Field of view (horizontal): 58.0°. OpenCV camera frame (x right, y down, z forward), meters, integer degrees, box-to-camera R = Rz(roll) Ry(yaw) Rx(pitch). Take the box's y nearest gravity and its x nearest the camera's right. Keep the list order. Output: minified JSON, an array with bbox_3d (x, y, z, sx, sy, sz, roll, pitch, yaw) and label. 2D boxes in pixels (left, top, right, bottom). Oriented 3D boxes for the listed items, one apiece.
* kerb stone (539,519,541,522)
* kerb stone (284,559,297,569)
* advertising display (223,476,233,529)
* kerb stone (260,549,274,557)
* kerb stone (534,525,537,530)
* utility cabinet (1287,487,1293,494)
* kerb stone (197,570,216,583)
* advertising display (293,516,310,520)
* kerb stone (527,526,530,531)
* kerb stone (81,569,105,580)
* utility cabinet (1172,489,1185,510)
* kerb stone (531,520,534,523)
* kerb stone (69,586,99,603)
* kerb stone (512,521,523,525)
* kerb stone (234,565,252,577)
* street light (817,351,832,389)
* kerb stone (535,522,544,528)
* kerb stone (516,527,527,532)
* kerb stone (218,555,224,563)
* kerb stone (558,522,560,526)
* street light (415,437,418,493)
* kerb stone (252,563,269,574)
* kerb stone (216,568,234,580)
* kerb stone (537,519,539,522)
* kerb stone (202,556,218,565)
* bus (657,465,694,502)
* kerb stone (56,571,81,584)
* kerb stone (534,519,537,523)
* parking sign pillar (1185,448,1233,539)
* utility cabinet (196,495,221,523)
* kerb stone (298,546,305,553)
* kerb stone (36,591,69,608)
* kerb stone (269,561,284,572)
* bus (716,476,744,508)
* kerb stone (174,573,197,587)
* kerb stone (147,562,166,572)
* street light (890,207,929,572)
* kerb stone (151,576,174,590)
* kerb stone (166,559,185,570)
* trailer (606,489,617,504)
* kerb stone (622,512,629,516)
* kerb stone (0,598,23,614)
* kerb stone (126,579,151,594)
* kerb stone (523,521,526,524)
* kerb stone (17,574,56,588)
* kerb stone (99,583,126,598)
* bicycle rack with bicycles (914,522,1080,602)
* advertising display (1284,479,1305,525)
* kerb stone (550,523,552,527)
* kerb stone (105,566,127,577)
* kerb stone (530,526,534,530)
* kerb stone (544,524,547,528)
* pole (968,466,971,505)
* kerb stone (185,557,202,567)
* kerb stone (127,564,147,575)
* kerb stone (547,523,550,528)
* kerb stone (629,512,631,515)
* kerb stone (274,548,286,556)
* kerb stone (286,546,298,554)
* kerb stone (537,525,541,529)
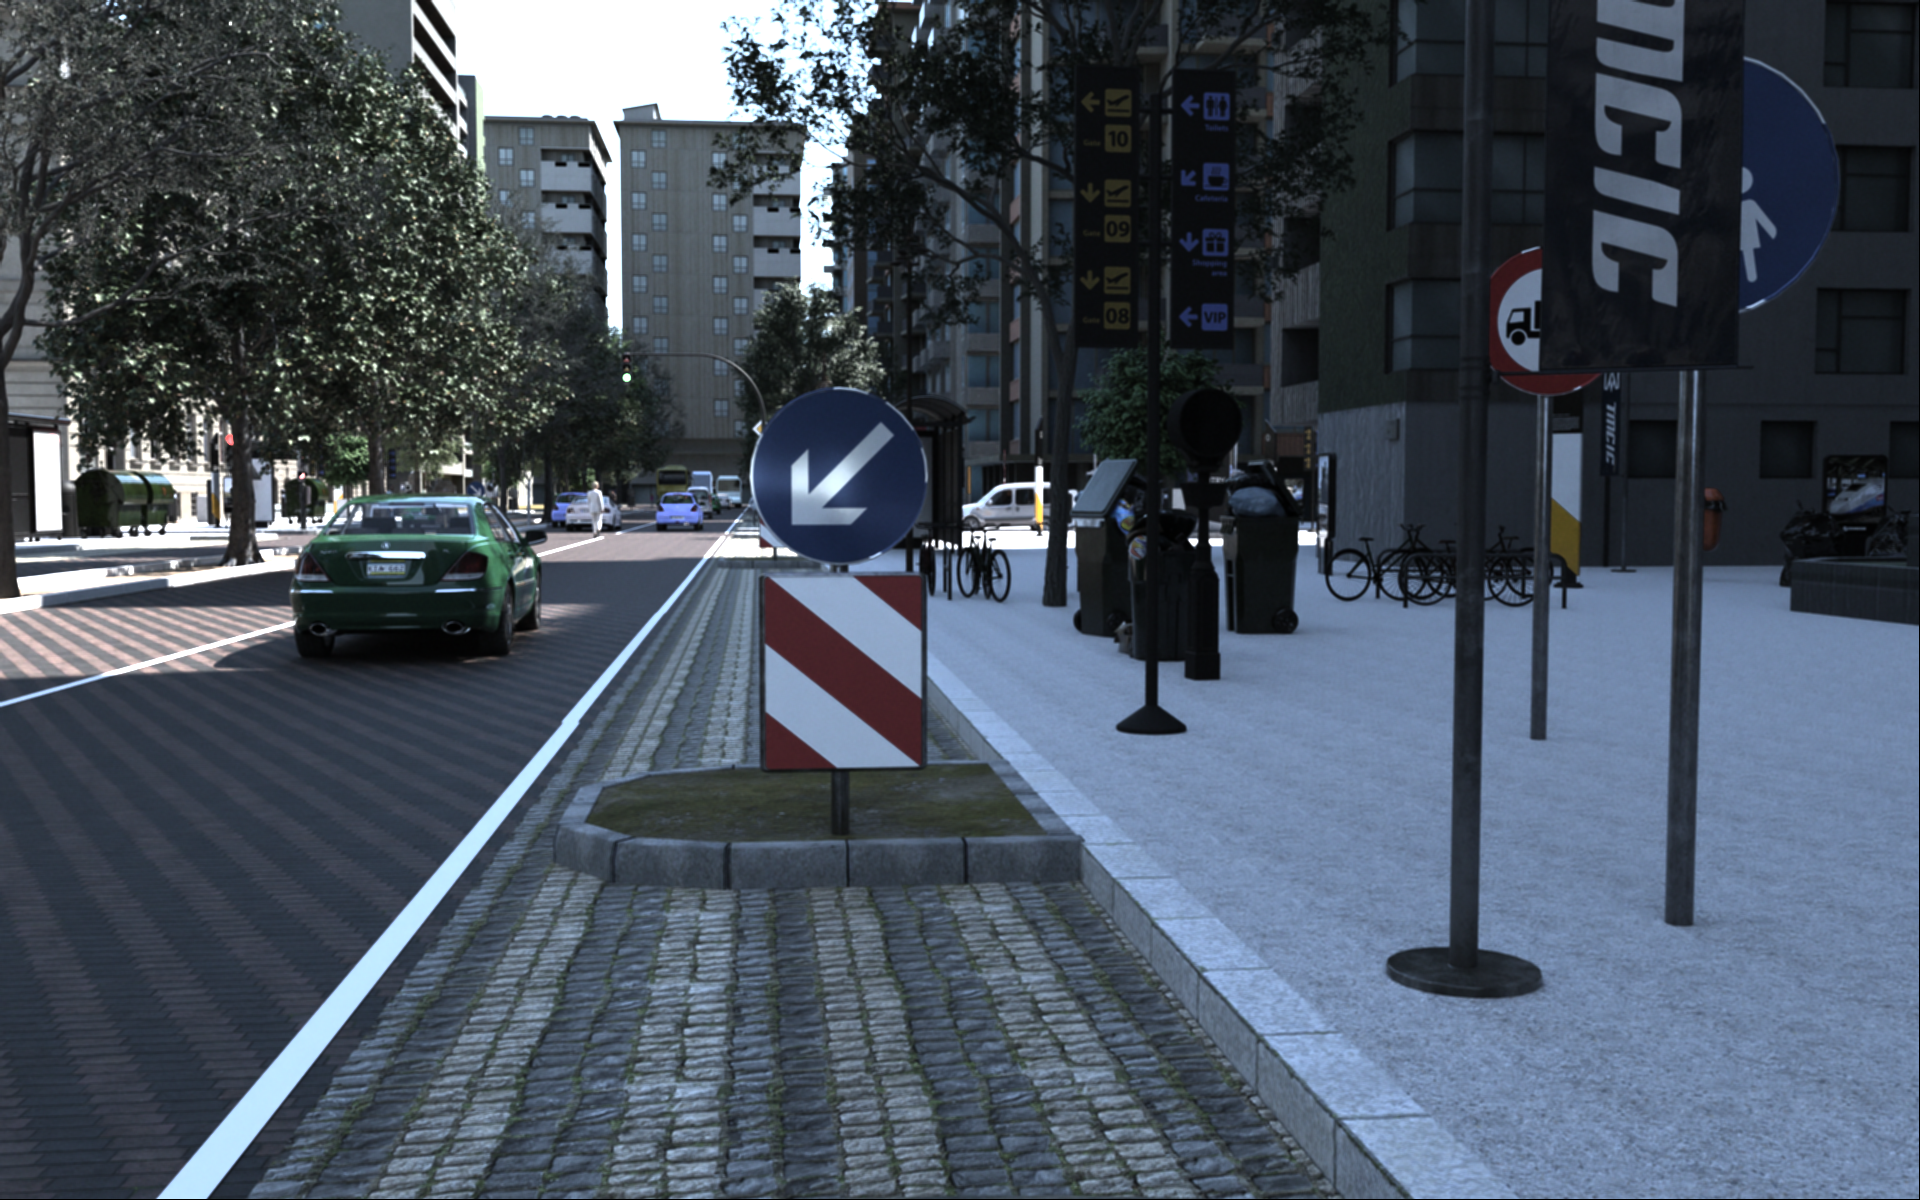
[{"bbox_3d":[-21.399,-3.998,87.584,0.120,0.150,1.000,0,4,-7],"label":"kerb stone"},{"bbox_3d":[-12.985,-0.682,33.340,0.120,0.150,1.000,0,4,-7],"label":"kerb stone"},{"bbox_3d":[-26.548,-3.572,63.620,0.974,1.923,0.123,0,4,-1],"label":"advertising display"},{"bbox_3d":[-15.771,-1.036,39.134,0.120,0.150,1.000,0,4,-7],"label":"kerb stone"},{"bbox_3d":[-17.188,-2.892,69.483,0.120,0.150,1.000,0,4,-7],"label":"kerb stone"},{"bbox_3d":[10.145,-2.878,55.739,1.173,1.500,0.318,-2,4,-28],"label":"utility cabinet"},{"bbox_3d":[-12.393,-0.370,28.246,0.120,0.150,1.000,0,4,-7],"label":"kerb stone"},{"bbox_3d":[-32.551,-4.915,85.577,0.974,1.923,0.123,1,4,14],"label":"advertising display"},{"bbox_3d":[-16.953,-2.768,67.445,0.120,0.150,1.000,0,4,-7],"label":"kerb stone"},{"bbox_3d":[-14.587,-0.412,28.938,0.120,0.150,1.000,0,4,-7],"label":"kerb stone"},{"bbox_3d":[9.336,-3.821,71.159,1.173,1.500,0.318,2,4,27],"label":"utility cabinet"},{"bbox_3d":[-21.056,-3.813,84.537,0.120,0.150,1.000,0,4,-7],"label":"kerb stone"},{"bbox_3d":[-11.798,-0.058,23.148,0.120,0.150,1.000,0,4,-7],"label":"kerb stone"},{"bbox_3d":[-20.570,-3.562,80.472,0.120,0.150,1.000,0,4,-7],"label":"kerb stone"},{"bbox_3d":[-12.631,-0.495,30.286,0.120,0.150,1.000,0,4,-7],"label":"kerb stone"},{"bbox_3d":[-4.397,-5.100,56.174,0.468,5.910,1.993,0,4,-7],"label":"street light"},{"bbox_3d":[-17.423,-3.015,71.521,0.120,0.150,1.000,0,4,-7],"label":"kerb stone"},{"bbox_3d":[-16.828,-2.705,66.430,0.120,0.150,1.000,0,4,-7],"label":"kerb stone"},{"bbox_3d":[-15.418,-0.845,36.077,0.120,0.150,1.000,0,4,-7],"label":"kerb stone"},{"bbox_3d":[-18.124,-3.390,77.629,0.120,0.150,1.000,0,4,-7],"label":"kerb stone"},{"bbox_3d":[-29.333,-7.379,93.435,0.468,5.910,1.993,0,4,-7],"label":"street light"},{"bbox_3d":[-12.744,-0.557,31.310,0.120,0.150,1.000,0,4,-7],"label":"kerb stone"},{"bbox_3d":[-12.516,-0.432,29.262,0.120,0.150,1.000,0,4,-7],"label":"kerb stone"},{"bbox_3d":[-21.281,-3.934,86.569,0.120,0.150,1.000,0,4,-7],"label":"kerb stone"},{"bbox_3d":[-15.294,-0.786,35.051,0.120,0.150,1.000,0,4,-7],"label":"kerb stone"},{"bbox_3d":[-24.298,-9.541,147.548,2.896,3.916,12.252,0,4,-7],"label":"bus"},{"bbox_3d":[-14.476,-0.350,27.922,0.120,0.150,1.000,0,4,-7],"label":"kerb stone"},{"bbox_3d":[-21.164,-3.870,85.554,0.120,0.150,1.000,0,4,-7],"label":"kerb stone"},{"bbox_3d":[7.199,-3.767,50.070,1.447,3.967,1.447,1,4,21],"label":"parking sign pillar"},{"bbox_3d":[-33.570,-4.049,77.369,1.020,1.237,0.306,1,4,11],"label":"utility cabinet"},{"bbox_3d":[-16.132,-1.223,42.196,0.120,0.150,1.000,0,4,-7],"label":"kerb stone"},{"bbox_3d":[-11.681,0.009,22.133,0.120,0.150,1.000,0,4,-7],"label":"kerb stone"},{"bbox_3d":[-12.867,-0.620,32.324,0.120,0.150,1.000,0,4,-7],"label":"kerb stone"},{"bbox_3d":[-24.359,-11.511,183.063,2.948,3.499,13.247,0,4,-7],"label":"bus"},{"bbox_3d":[-12.268,-0.308,27.226,0.120,0.150,1.000,0,4,-7],"label":"kerb stone"},{"bbox_3d":[-14.945,-0.594,31.992,0.120,0.150,1.000,0,4,-7],"label":"kerb stone"},{"bbox_3d":[-0.763,-3.257,26.037,0.468,5.910,1.993,0,4,-7],"label":"street light"},{"bbox_3d":[-12.163,-0.244,26.210,0.120,0.150,1.000,0,4,-7],"label":"kerb stone"},{"bbox_3d":[-15.056,-0.656,33.013,0.120,0.150,1.000,0,4,-7],"label":"kerb stone"},{"bbox_3d":[-38.926,-11.398,193.409,1.471,1.999,3.904,0,4,-6],"label":"trailer"},{"bbox_3d":[-22.867,-5.883,118.383,0.120,0.150,1.000,0,4,-7],"label":"kerb stone"},{"bbox_3d":[-11.567,0.072,21.110,0.120,0.150,1.000,0,4,-7],"label":"kerb stone"},{"bbox_3d":[-12.036,-0.183,25.187,0.120,0.150,1.000,0,4,-7],"label":"kerb stone"},{"bbox_3d":[-20.687,-3.627,81.492,0.120,0.150,1.000,0,4,-7],"label":"kerb stone"},{"bbox_3d":[-14.350,-0.284,26.908,0.120,0.150,1.000,0,4,-7],"label":"kerb stone"},{"bbox_3d":[-11.918,-0.120,24.163,0.120,0.150,1.000,0,4,-7],"label":"kerb stone"},{"bbox_3d":[0.595,-0.507,21.675,2.852,0.926,2.925,0,4,-1],"label":"bicycle rack with bicycles"},{"bbox_3d":[14.014,-4.125,72.650,0.974,1.923,0.123,3,5,45],"label":"advertising display"},{"bbox_3d":[-17.769,-3.204,74.579,0.120,0.150,1.000,0,4,-7],"label":"kerb stone"},{"bbox_3d":[-14.705,-0.472,29.954,0.120,0.150,1.000,0,4,-7],"label":"kerb stone"},{"bbox_3d":[-17.068,-2.830,68.465,0.120,0.150,1.000,0,4,-7],"label":"kerb stone"},{"bbox_3d":[-17.532,-3.079,72.542,0.120,0.150,1.000,0,4,-7],"label":"kerb stone"},{"bbox_3d":[0.577,-7.017,108.567,0.158,3.312,0.155,0,3,0],"label":"pole"},{"bbox_3d":[-15.175,-0.724,34.036,0.120,0.150,1.000,0,4,-7],"label":"kerb stone"},{"bbox_3d":[-14.820,-0.535,30.977,0.120,0.150,1.000,0,4,-7],"label":"kerb stone"},{"bbox_3d":[-17.663,-3.142,73.562,0.120,0.150,1.000,0,4,-7],"label":"kerb stone"},{"bbox_3d":[-22.983,-5.945,119.409,0.120,0.150,1.000,0,4,-7],"label":"kerb stone"},{"bbox_3d":[-15.890,-1.095,40.149,0.120,0.150,1.000,0,4,-7],"label":"kerb stone"},{"bbox_3d":[-16.005,-1.161,41.172,0.120,0.150,1.000,0,4,-7],"label":"kerb stone"},{"bbox_3d":[-17.296,-2.950,70.500,0.120,0.150,1.000,0,4,-7],"label":"kerb stone"}]
